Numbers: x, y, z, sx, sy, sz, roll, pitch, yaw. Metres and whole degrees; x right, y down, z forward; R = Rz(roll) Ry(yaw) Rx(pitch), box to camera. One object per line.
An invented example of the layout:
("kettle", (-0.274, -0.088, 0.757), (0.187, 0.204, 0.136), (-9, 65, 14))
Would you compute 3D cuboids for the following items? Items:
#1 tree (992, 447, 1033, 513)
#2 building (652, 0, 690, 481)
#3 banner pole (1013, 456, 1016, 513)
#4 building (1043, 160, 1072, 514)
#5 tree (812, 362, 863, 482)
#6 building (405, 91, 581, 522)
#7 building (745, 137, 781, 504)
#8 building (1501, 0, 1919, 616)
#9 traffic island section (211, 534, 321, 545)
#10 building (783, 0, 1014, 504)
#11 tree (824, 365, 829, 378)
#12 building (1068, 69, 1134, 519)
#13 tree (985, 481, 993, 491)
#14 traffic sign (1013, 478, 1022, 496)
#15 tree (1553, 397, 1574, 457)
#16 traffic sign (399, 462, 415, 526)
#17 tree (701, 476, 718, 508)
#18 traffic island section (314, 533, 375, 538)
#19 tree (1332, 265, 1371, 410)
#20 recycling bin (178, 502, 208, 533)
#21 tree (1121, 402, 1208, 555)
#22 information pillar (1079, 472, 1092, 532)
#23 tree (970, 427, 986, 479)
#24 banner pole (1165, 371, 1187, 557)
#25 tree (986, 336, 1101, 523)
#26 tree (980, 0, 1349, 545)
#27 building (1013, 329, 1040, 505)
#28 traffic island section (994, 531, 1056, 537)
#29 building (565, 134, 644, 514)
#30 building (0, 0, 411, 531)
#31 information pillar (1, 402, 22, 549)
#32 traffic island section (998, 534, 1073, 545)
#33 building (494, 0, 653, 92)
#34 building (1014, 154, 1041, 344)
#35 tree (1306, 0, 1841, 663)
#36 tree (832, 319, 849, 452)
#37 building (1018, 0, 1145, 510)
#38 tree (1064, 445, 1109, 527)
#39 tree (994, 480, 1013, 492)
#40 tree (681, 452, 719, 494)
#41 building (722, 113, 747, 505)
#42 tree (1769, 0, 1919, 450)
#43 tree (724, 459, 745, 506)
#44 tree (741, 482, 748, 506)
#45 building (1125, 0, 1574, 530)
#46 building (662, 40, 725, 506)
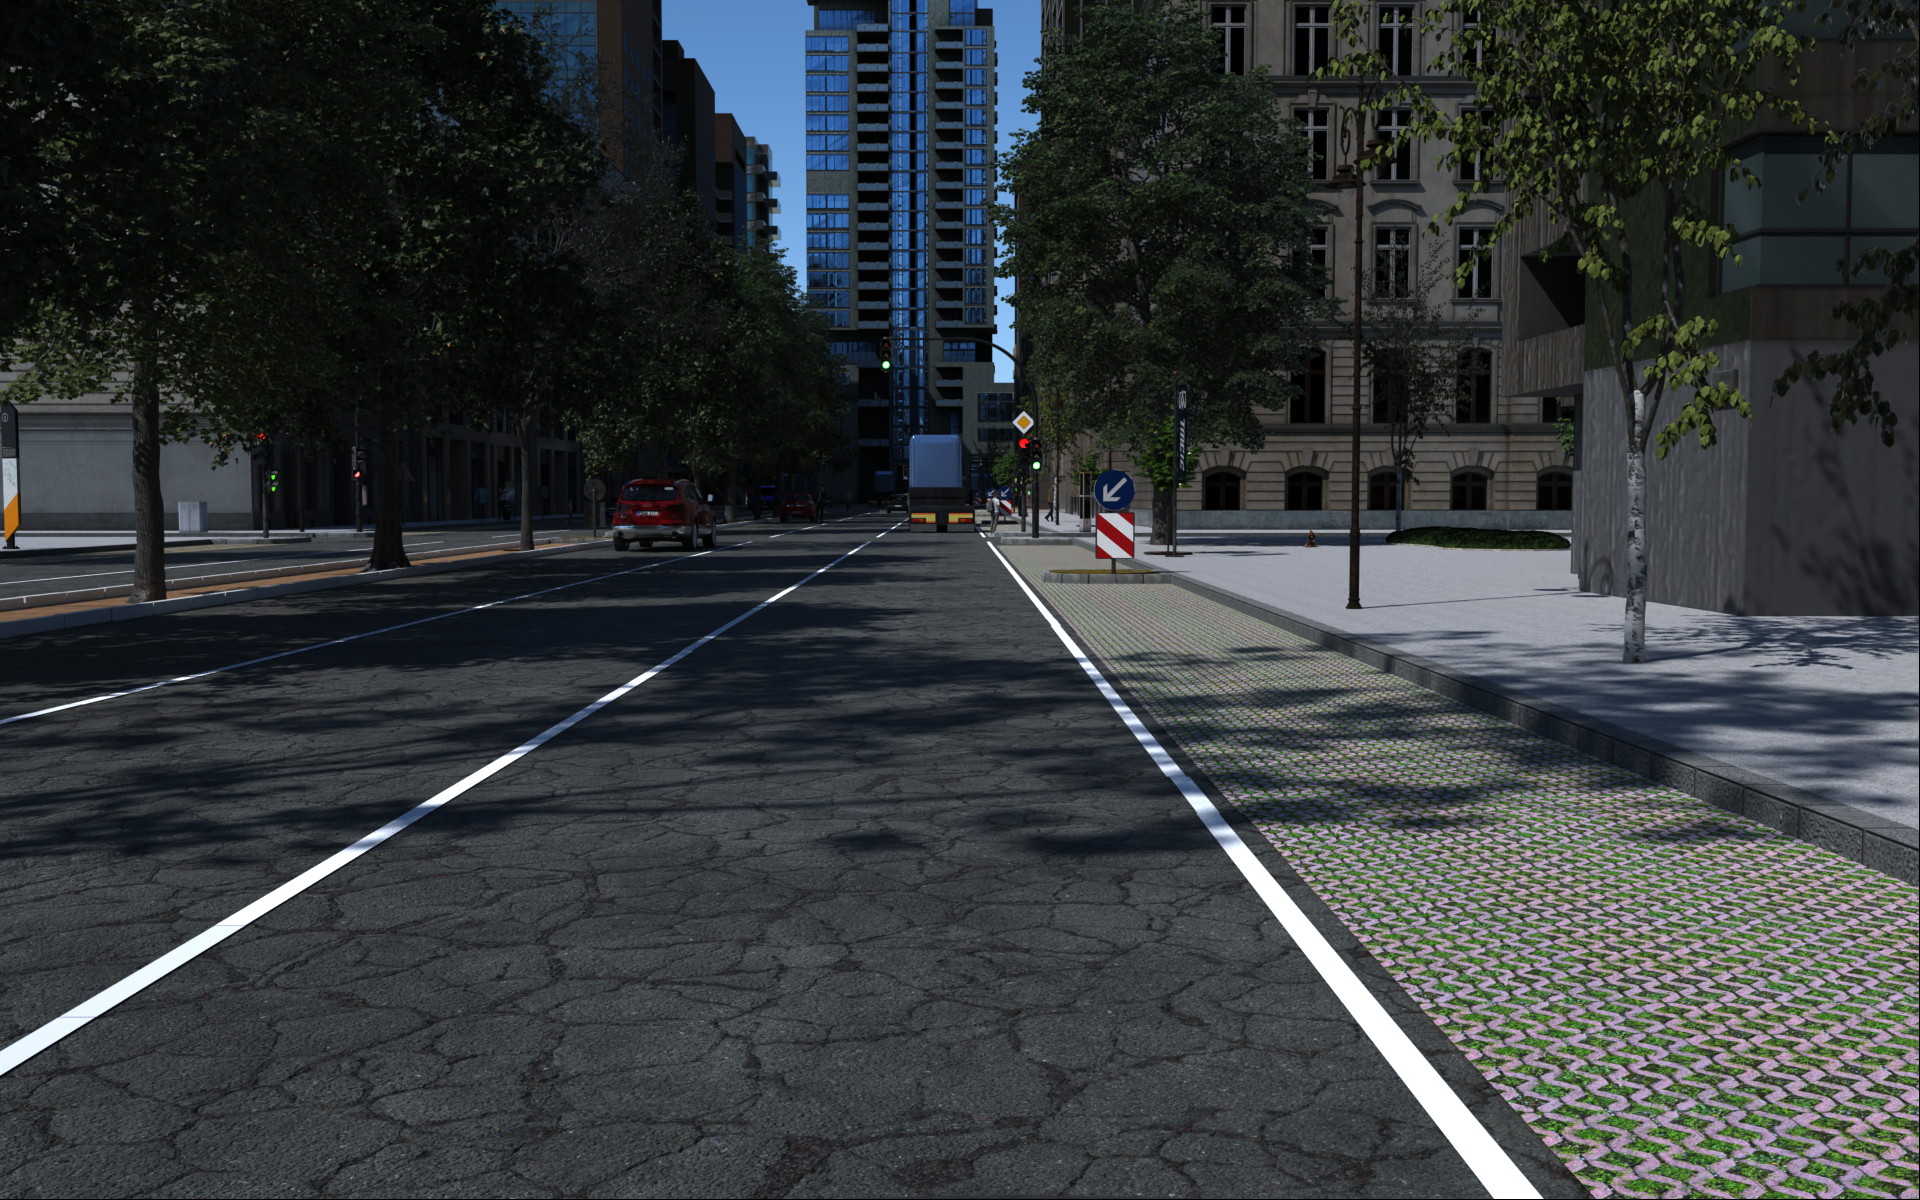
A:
("tree", (3.856, -8.388, 120.856), (4.285, 4.588, 4.351), (0, 3, 0))
("building", (-35.600, -43.927, 156.464), (20.563, 71.187, 20.611), (0, 4, 0))
("banner pole", (3.607, -7.626, 114.706), (0.401, 3.779, 0.863), (1, 4, 14))
("building", (13.137, -20.411, 121.102), (14.401, 28.519, 23.554), (0, 4, 0))
("tree", (-11.385, -12.034, 116.217), (9.611, 12.733, 9.660), (0, 3, 0))
("building", (-34.279, -17.793, 95.430), (19.350, 26.468, 34.151), (0, 4, 0))
("building", (-38.917, -37.322, 229.816), (30.456, 49.044, 23.786), (0, 4, 0))
("building", (15.198, -15.439, 24.129), (14.160, 30.474, 14.107), (0, 4, 0))
("traffic island section", (-20.222, -1.722, 50.431), (2.009, 0.180, 2.903), (0, 4, 0))
("building", (-8.190, -56.038, 228.893), (31.000, 86.520, 22.319), (0, 4, 0))
("tree", (-10.834, -10.083, 93.076), (9.928, 11.665, 9.643), (0, 3, 0))
("building", (12.638, -18.265, 95.904), (12.463, 27.353, 25.104), (0, 4, 0))
("tree", (4.112, -13.066, 208.227), (1.663, 3.219, 1.824), (0, 3, 0))
("traffic sign", (3.871, -6.909, 113.067), (0.768, 2.556, 0.104), (0, 4, 8))
("tree", (13.728, -3.107, 34.506), (4.285, 4.588, 4.351), (0, 3, 0))
("traffic sign", (-22.176, -4.221, 69.010), (0.884, 2.594, 0.081), (0, 3, 0))
("tree", (-23.727, -10.389, 164.459), (1.663, 3.219, 1.824), (0, 3, 0))
("traffic island section", (-20.270, -2.210, 58.416), (2.009, 0.180, 2.903), (0, 4, 0))
("tree", (12.531, -5.991, 48.308), (4.360, 8.622, 3.978), (0, 3, 0))
("recycling bin", (-25.595, -2.768, 57.816), (0.722, 1.027, 0.722), (0, 4, -6))
("tree", (4.485, -2.568, 36.592), (1.663, 3.219, 1.824), (0, 3, 0))
("information pillar", (4.199, -3.271, 57.976), (0.304, 2.012, 0.304), (-1, 4, -21))
("tree", (3.310, -14.196, 182.472), (4.737, 8.622, 4.395), (0, 3, 0))
("banner pole", (4.431, -2.751, 34.991), (0.401, 3.779, 0.863), (-1, 4, -14))
("tree", (4.349, -7.788, 77.701), (4.737, 8.622, 4.395), (0, 3, 0))
("tree", (5.181, -8.353, 43.232), (9.857, 13.997, 8.962), (0, 3, 0))
("building", (20.232, -21.281, 192.991), (27.650, 21.520, 28.899), (0, 4, 0))
("traffic island section", (2.171, -2.218, 58.545), (2.009, 0.180, 2.903), (0, 4, 0))
("building", (-30.358, -18.660, 123.120), (12.078, 24.808, 19.932), (0, 4, 0))
("building", (-29.482, -13.439, 68.873), (9.793, 20.994, 18.267), (0, 4, 0))
("information pillar", (-22.061, -2.991, 40.257), (0.504, 3.616, 0.183), (2, 4, 24))
("traffic island section", (2.219, -1.730, 50.560), (2.009, 0.180, 2.903), (0, 4, 0))
("building", (-32.753, -29.956, 139.898), (14.600, 45.320, 14.200), (0, 4, 0))
("building", (14.436, -35.219, 225.937), (14.200, 45.320, 14.600), (0, 4, 0))
("tree", (4.911, -3.822, 12.857), (4.737, 8.622, 4.395), (0, 3, 0))
("tree", (-11.075, -11.979, 104.969), (9.857, 13.997, 8.962), (0, 3, 0))
("building", (16.300, -44.556, 166.742), (20.563, 71.187, 20.611), (0, 4, 0))
("tree", (5.179, -4.503, 68.224), (1.663, 3.219, 1.824), (0, 3, 0))
("tree", (4.479, -10.717, 169.817), (1.663, 3.219, 1.824), (0, 3, 0))
("tree", (-23.047, -12.448, 153.879), (4.737, 8.622, 4.395), (0, 3, 0))
("building", (-32.410, -33.631, 199.970), (14.200, 45.320, 14.600), (0, 4, 0))
("tree", (4.867, -3.501, 7.608), (4.360, 8.622, 3.978), (0, 3, 0))
("tree", (-23.849, -14.500, 187.441), (4.360, 8.622, 3.978), (0, 3, 0))
("tree", (-23.496, -12.037, 191.402), (1.663, 3.219, 1.824), (0, 3, 0))
("building", (24.197, -15.142, 66.657), (34.723, 24.649, 14.460), (0, 4, 0))
("building", (-32.541, -32.138, 175.561), (14.600, 45.320, 14.200), (0, 4, 0))
